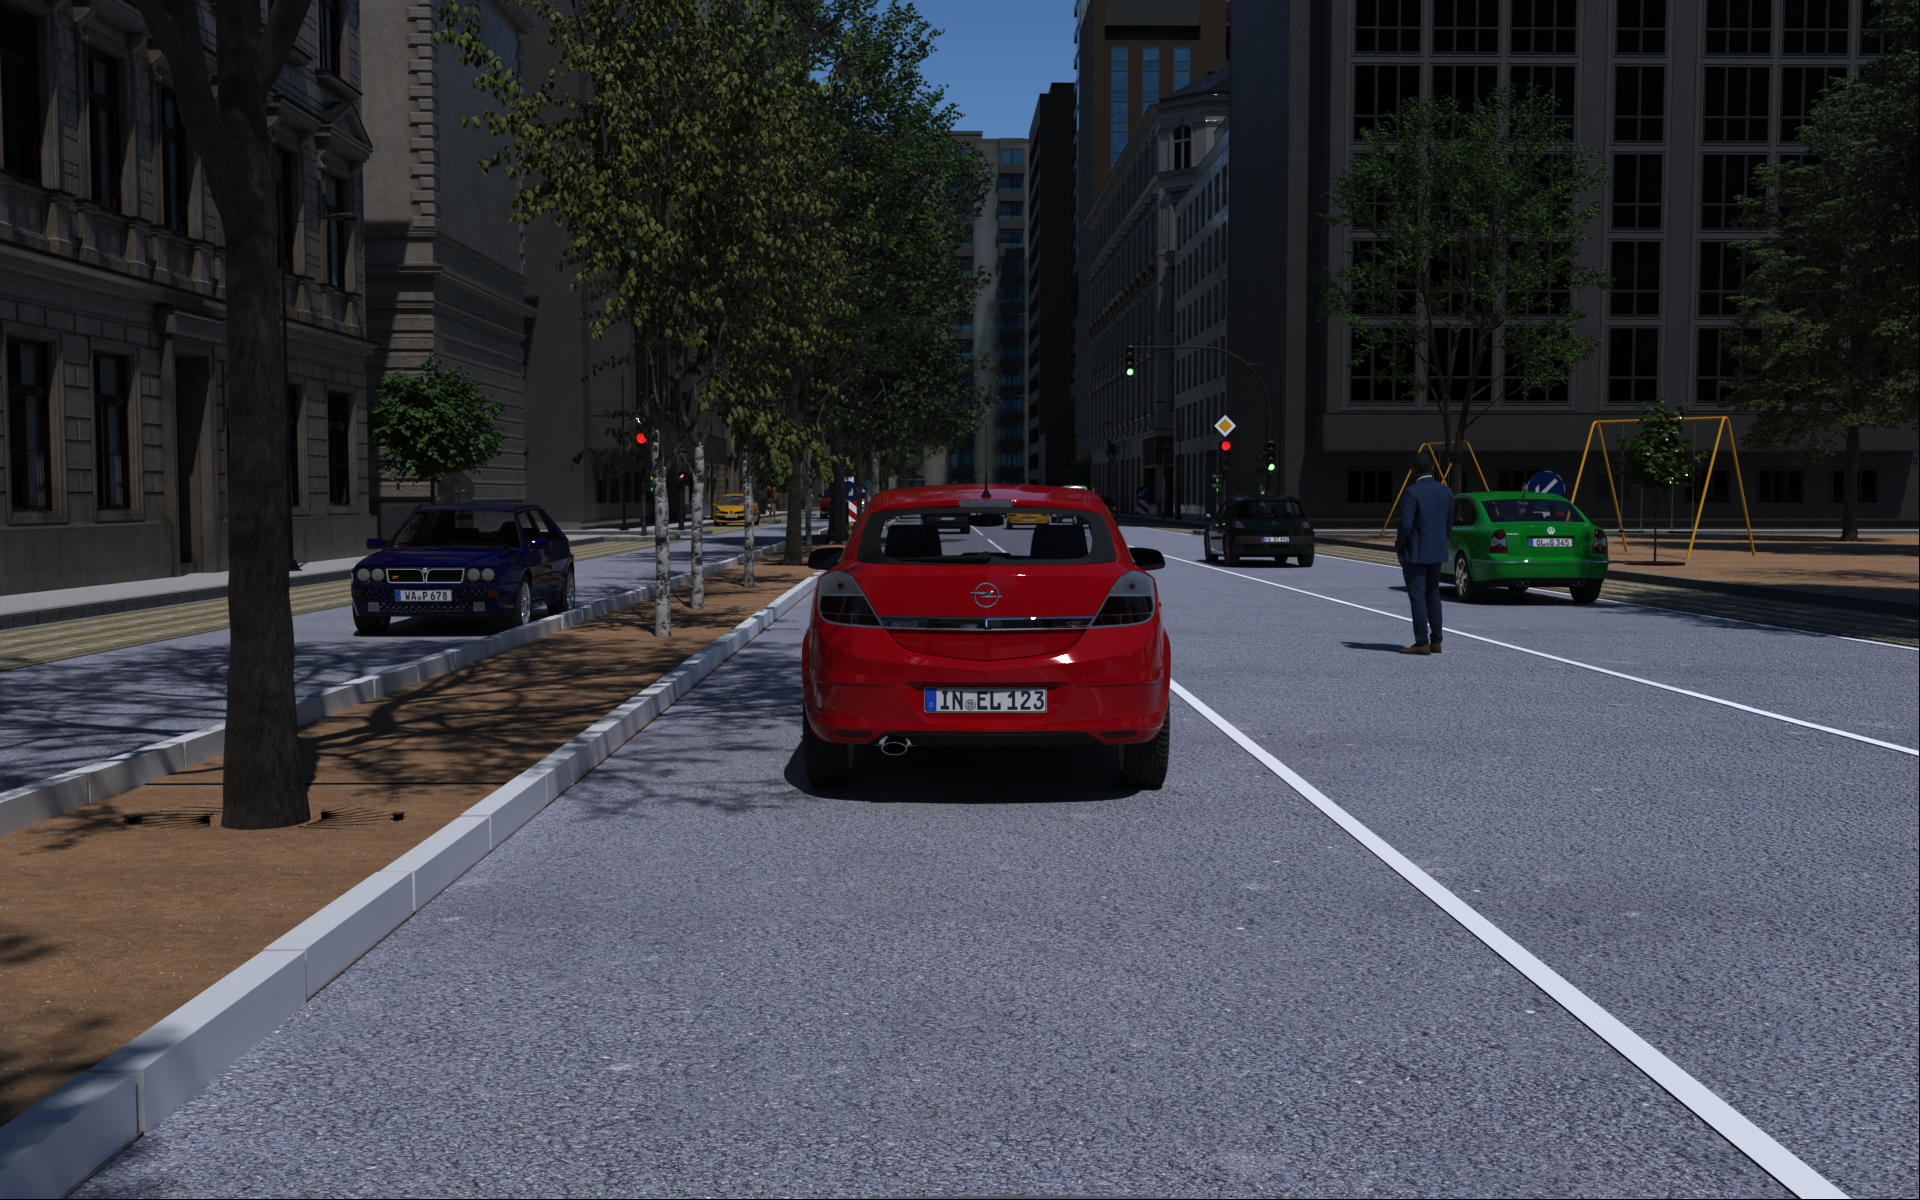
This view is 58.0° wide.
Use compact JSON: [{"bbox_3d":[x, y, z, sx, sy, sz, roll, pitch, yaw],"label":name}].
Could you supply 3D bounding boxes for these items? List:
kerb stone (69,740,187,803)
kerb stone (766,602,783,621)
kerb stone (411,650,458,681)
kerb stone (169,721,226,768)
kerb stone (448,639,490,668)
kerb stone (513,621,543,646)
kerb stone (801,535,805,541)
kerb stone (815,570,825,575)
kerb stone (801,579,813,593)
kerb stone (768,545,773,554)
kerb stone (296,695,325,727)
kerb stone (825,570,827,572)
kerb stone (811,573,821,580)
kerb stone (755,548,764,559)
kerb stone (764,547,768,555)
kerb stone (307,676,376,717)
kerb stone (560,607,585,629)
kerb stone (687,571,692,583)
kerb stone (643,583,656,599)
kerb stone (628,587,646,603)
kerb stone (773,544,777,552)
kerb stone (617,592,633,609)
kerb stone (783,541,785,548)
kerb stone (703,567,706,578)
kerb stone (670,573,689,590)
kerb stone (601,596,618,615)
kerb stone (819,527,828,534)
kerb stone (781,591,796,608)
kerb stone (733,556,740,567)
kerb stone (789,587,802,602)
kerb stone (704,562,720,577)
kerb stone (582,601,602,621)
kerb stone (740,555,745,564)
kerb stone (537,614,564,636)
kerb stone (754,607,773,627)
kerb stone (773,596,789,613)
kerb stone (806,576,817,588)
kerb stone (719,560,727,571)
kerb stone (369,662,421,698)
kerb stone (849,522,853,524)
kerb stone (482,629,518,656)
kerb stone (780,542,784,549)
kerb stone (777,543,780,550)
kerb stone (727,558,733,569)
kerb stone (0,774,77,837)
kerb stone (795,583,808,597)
[{"bbox_3d":[-4.067,0.840,8.459,0.120,0.150,1.000,0,4,-1],"label":"kerb stone"},{"bbox_3d":[-2.152,0.154,19.725,0.120,0.150,1.000,0,4,-1],"label":"kerb stone"},{"bbox_3d":[-4.155,0.528,13.573,0.120,0.150,1.000,0,4,-1],"label":"kerb stone"},{"bbox_3d":[-4.086,0.780,9.481,0.120,0.150,1.000,0,4,-1],"label":"kerb stone"},{"bbox_3d":[-4.172,0.465,14.599,0.120,0.150,1.000,0,4,-1],"label":"kerb stone"},{"bbox_3d":[-4.208,0.339,16.645,0.120,0.150,1.000,0,4,-1],"label":"kerb stone"},{"bbox_3d":[-4.836,-1.915,53.526,0.120,0.150,1.000,0,4,-1],"label":"kerb stone"},{"bbox_3d":[-2.302,-0.350,27.926,0.120,0.150,1.000,0,4,-1],"label":"kerb stone"},{"bbox_3d":[-2.245,-0.163,24.853,0.120,0.150,1.000,0,4,-1],"label":"kerb stone"},{"bbox_3d":[-4.626,-1.164,41.234,0.120,0.150,1.000,0,4,-1],"label":"kerb stone"},{"bbox_3d":[-4.103,0.722,10.503,0.120,0.150,1.000,0,4,-1],"label":"kerb stone"},{"bbox_3d":[-2.318,-0.413,28.947,0.120,0.150,1.000,0,4,-1],"label":"kerb stone"},{"bbox_3d":[-2.288,-0.284,26.904,0.120,0.150,1.000,0,4,-1],"label":"kerb stone"},{"bbox_3d":[-4.591,-1.039,39.190,0.120,0.150,1.000,0,4,-1],"label":"kerb stone"},{"bbox_3d":[-4.615,-1.098,40.212,0.120,0.150,1.000,0,4,-1],"label":"kerb stone"},{"bbox_3d":[-4.125,0.653,11.527,0.120,0.150,1.000,0,4,-1],"label":"kerb stone"},{"bbox_3d":[-4.239,0.215,18.695,0.120,0.150,1.000,0,4,-1],"label":"kerb stone"},{"bbox_3d":[-4.398,-0.350,27.922,0.120,0.150,1.000,0,4,-1],"label":"kerb stone"},{"bbox_3d":[-4.332,-0.099,23.818,0.120,0.150,1.000,0,4,-1],"label":"kerb stone"},{"bbox_3d":[-4.310,-0.036,22.794,0.120,0.150,1.000,0,4,-1],"label":"kerb stone"},{"bbox_3d":[-4.643,-1.224,42.257,0.120,0.150,1.000,0,4,-1],"label":"kerb stone"},{"bbox_3d":[-4.294,0.032,21.765,0.120,0.150,1.000,0,4,-1],"label":"kerb stone"},{"bbox_3d":[-4.698,-1.415,45.323,0.120,0.150,1.000,0,4,-1],"label":"kerb stone"},{"bbox_3d":[-4.414,-0.410,28.944,0.120,0.150,1.000,0,4,-1],"label":"kerb stone"},{"bbox_3d":[-4.384,-0.285,26.900,0.120,0.150,1.000,0,4,-1],"label":"kerb stone"},{"bbox_3d":[-4.272,0.092,20.739,0.120,0.150,1.000,0,4,-1],"label":"kerb stone"},{"bbox_3d":[-5.007,-2.513,63.282,0.120,0.150,1.000,0,4,-1],"label":"kerb stone"},{"bbox_3d":[-2.196,0.026,21.775,0.120,0.150,1.000,0,4,-1],"label":"kerb stone"},{"bbox_3d":[-4.498,-0.726,34.067,0.120,0.150,1.000,0,4,-1],"label":"kerb stone"},{"bbox_3d":[-2.215,-0.037,22.803,0.120,0.150,1.000,0,4,-1],"label":"kerb stone"},{"bbox_3d":[-4.454,-0.538,30.990,0.120,0.150,1.000,0,4,-1],"label":"kerb stone"},{"bbox_3d":[-4.255,0.152,19.717,0.120,0.150,1.000,0,4,-1],"label":"kerb stone"},{"bbox_3d":[-4.524,-0.782,35.089,0.120,0.150,1.000,0,4,-1],"label":"kerb stone"},{"bbox_3d":[-4.229,0.277,17.667,0.120,0.150,1.000,0,4,-1],"label":"kerb stone"},{"bbox_3d":[-2.149,0.214,18.700,0.120,0.150,1.000,0,4,-1],"label":"kerb stone"},{"bbox_3d":[-2.178,0.088,20.753,0.120,0.150,1.000,0,4,-1],"label":"kerb stone"},{"bbox_3d":[-2.267,-0.224,25.882,0.120,0.150,1.000,0,4,-1],"label":"kerb stone"},{"bbox_3d":[-4.469,-0.600,32.023,0.120,0.150,1.000,0,4,-1],"label":"kerb stone"},{"bbox_3d":[-4.135,0.593,12.549,0.120,0.150,1.000,0,4,-1],"label":"kerb stone"},{"bbox_3d":[-5.404,-3.959,86.918,0.120,0.150,1.000,0,4,-1],"label":"kerb stone"},{"bbox_3d":[-4.190,0.402,15.624,0.120,0.150,1.000,0,4,-1],"label":"kerb stone"},{"bbox_3d":[-4.677,-1.352,44.301,0.120,0.150,1.000,0,4,-1],"label":"kerb stone"},{"bbox_3d":[-4.656,-1.290,43.280,0.120,0.150,1.000,0,4,-1],"label":"kerb stone"},{"bbox_3d":[-4.489,-0.660,33.045,0.120,0.150,1.000,0,4,-1],"label":"kerb stone"},{"bbox_3d":[-4.049,0.903,7.435,0.120,0.150,1.000,0,4,-1],"label":"kerb stone"},{"bbox_3d":[-2.228,-0.100,23.829,0.120,0.150,1.000,0,4,-1],"label":"kerb stone"}]
